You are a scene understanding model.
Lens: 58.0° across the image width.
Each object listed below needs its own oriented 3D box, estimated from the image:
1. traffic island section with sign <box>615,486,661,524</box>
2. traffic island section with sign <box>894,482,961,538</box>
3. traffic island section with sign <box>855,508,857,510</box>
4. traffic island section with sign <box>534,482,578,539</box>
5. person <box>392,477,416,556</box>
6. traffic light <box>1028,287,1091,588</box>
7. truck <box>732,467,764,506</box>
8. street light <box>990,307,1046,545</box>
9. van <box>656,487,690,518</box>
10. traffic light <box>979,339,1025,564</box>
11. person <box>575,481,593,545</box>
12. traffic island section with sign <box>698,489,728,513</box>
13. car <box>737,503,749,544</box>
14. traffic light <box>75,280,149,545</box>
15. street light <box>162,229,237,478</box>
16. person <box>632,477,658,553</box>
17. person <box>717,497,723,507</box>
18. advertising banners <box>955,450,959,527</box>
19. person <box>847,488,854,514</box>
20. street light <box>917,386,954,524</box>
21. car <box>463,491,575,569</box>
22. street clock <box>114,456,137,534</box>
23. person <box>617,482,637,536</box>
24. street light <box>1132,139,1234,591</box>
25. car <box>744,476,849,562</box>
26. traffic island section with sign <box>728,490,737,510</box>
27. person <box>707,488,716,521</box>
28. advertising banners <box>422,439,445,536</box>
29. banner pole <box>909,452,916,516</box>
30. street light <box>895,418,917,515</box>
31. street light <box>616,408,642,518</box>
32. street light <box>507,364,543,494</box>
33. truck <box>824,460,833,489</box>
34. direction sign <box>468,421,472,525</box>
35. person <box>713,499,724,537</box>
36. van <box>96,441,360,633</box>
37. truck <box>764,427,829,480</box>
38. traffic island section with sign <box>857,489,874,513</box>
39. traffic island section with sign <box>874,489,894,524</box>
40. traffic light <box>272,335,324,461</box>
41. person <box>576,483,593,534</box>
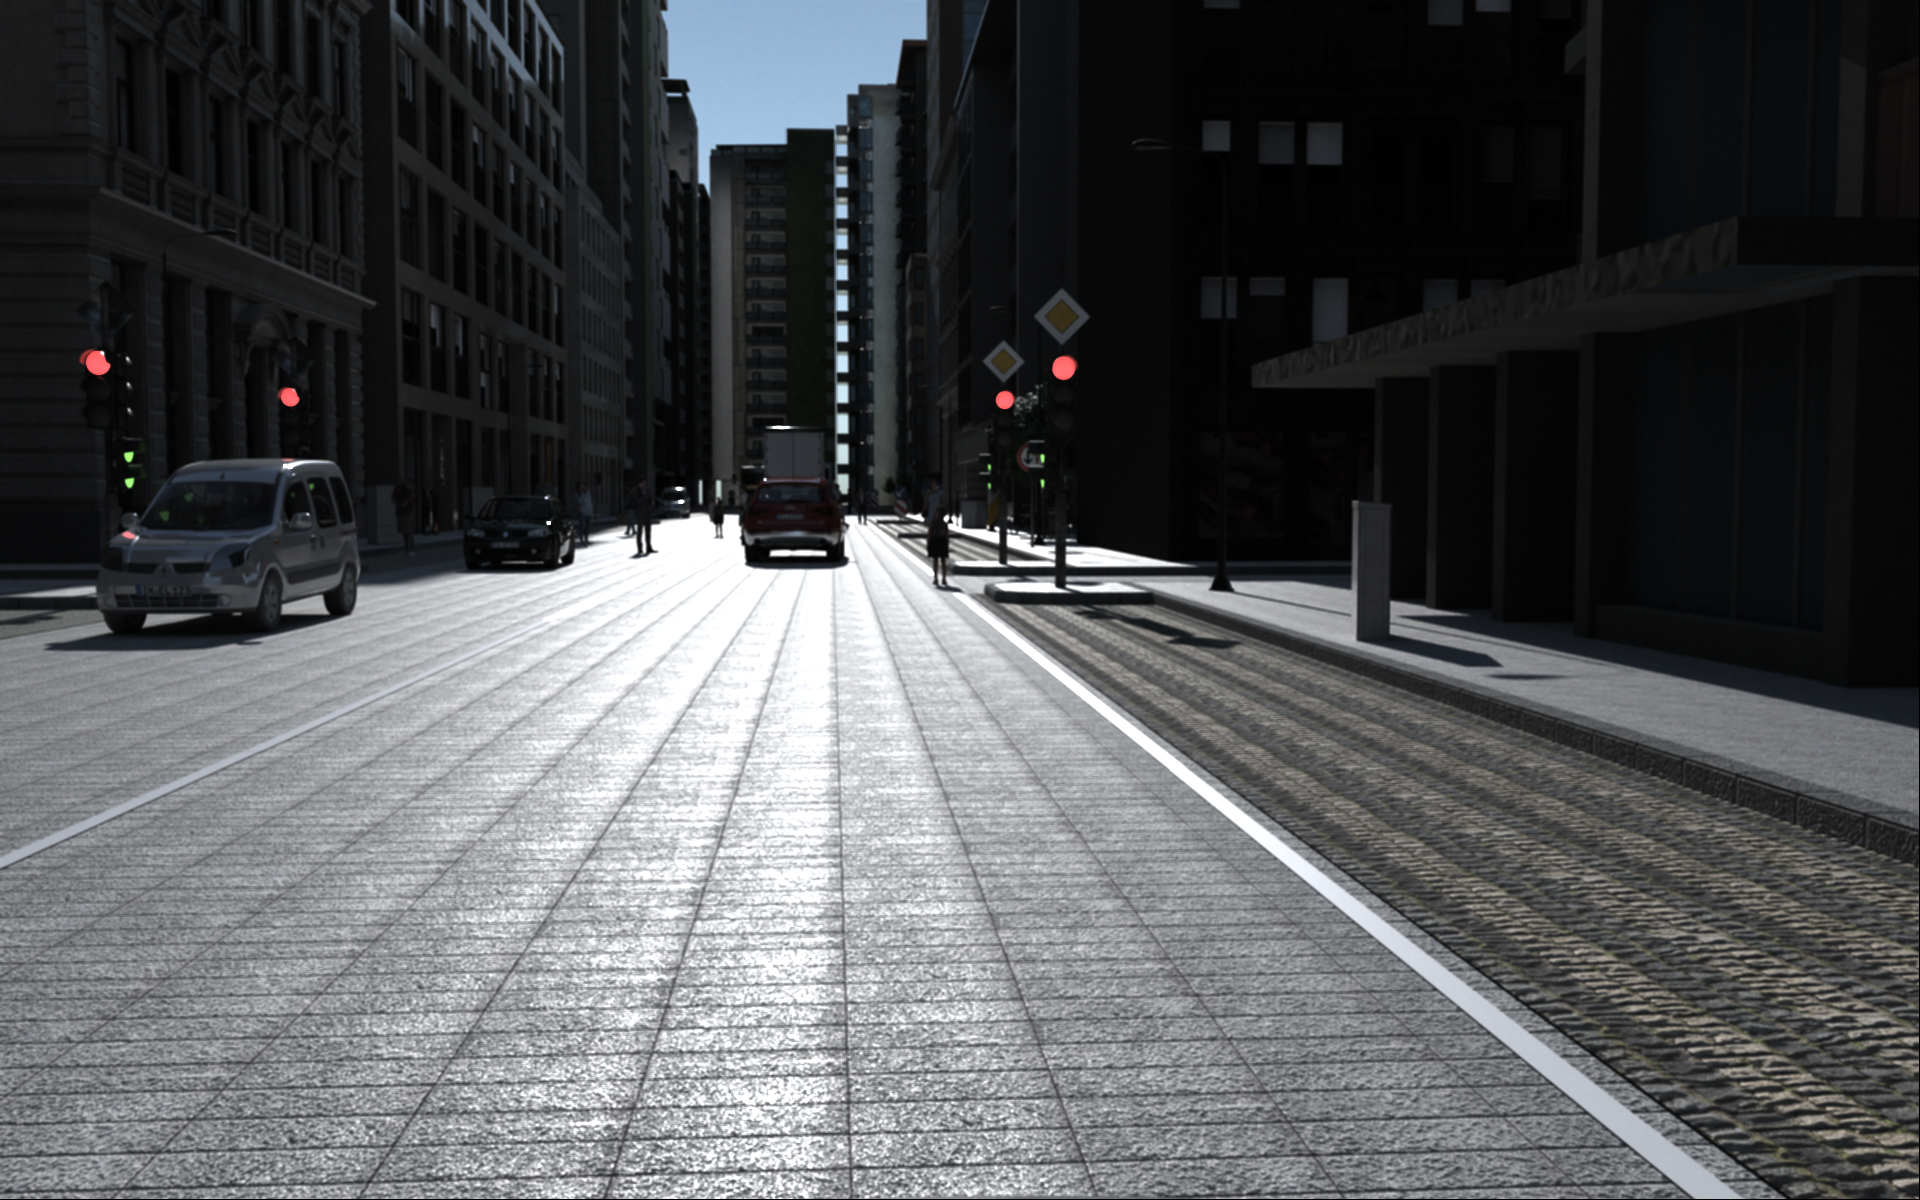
[{"bbox_3d":[-15.290,-4.507,82.315,1.989,1.847,2.006,0,4,-4],"label":"traffic island section with sign"},{"bbox_3d":[-1.029,-2.932,56.564,1.989,1.847,2.006,0,4,-4],"label":"traffic island section with sign"},{"bbox_3d":[-8.715,-9.269,160.169,1.989,1.847,2.006,0,4,-4],"label":"traffic island section with sign"},{"bbox_3d":[-13.298,-2.861,55.403,1.989,1.847,2.006,0,4,-4],"label":"traffic island section with sign"},{"bbox_3d":[-12.890,-1.942,40.220,0.580,1.828,0.573,0,4,0],"label":"person"},{"bbox_3d":[1.363,-2.127,23.690,0.839,4.253,0.868,0,4,-4],"label":"traffic light"},{"bbox_3d":[-14.407,-7.894,124.987,3.469,3.379,9.791,0,4,-3],"label":"truck"},{"bbox_3d":[1.442,-4.320,43.178,1.470,5.913,1.316,0,4,-4],"label":"street light"},{"bbox_3d":[-17.023,-5.878,103.118,2.013,2.044,4.112,0,4,-5],"label":"van"},{"bbox_3d":[0.772,-2.614,31.653,0.839,4.253,0.868,0,4,-4],"label":"traffic light"},{"bbox_3d":[-10.506,-2.424,48.394,0.793,1.790,0.793,0,4,3],"label":"person"},{"bbox_3d":[-19.046,-7.604,132.955,1.989,1.847,2.006,0,4,-4],"label":"traffic island section with sign"},{"bbox_3d":[-5.527,-2.408,51.164,2.131,1.459,4.920,0,4,-6],"label":"car"},{"bbox_3d":[-11.163,-2.069,22.749,0.839,4.253,0.868,0,4,-4],"label":"traffic light"},{"bbox_3d":[-13.381,-3.544,30.482,1.470,5.913,1.316,0,4,-4],"label":"street light"},{"bbox_3d":[-7.607,-2.061,42.007,0.447,1.846,0.655,2,4,35],"label":"person"},{"bbox_3d":[-14.644,-5.655,105.644,0.352,1.250,0.332,-2,4,-27],"label":"person"},{"bbox_3d":[-0.119,-4.394,68.035,0.090,3.025,2.074,0,4,-2],"label":"advertising banners"},{"bbox_3d":[-7.766,-6.956,122.194,0.705,1.831,1.348,-1,4,-23],"label":"person"},{"bbox_3d":[-0.964,-6.239,74.550,1.470,5.913,1.316,0,4,-4],"label":"street light"},{"bbox_3d":[-8.724,-1.508,34.448,2.009,1.686,4.222,0,4,-6],"label":"car"},{"bbox_3d":[-14.886,-1.608,30.853,0.471,2.002,0.358,2,4,29],"label":"street clock"},{"bbox_3d":[-11.277,-3.083,58.896,0.713,1.824,0.794,2,4,27],"label":"person"},{"bbox_3d":[2.947,-3.080,22.892,1.470,5.913,1.316,0,4,-4],"label":"street light"},{"bbox_3d":[-3.598,-1.805,38.191,2.281,1.827,5.304,0,4,-2],"label":"car"},{"bbox_3d":[-21.092,-9.289,160.497,1.989,1.847,2.006,0,4,-4],"label":"traffic island section with sign"},{"bbox_3d":[-13.139,-5.066,91.877,0.362,1.759,0.519,3,4,36],"label":"person"},{"bbox_3d":[-16.496,-3.558,54.367,0.090,3.025,2.074,0,4,2],"label":"advertising banners"},{"bbox_3d":[-2.777,-6.905,102.909,0.401,3.779,0.863,-1,4,-19],"label":"banner pole"},{"bbox_3d":[-3.248,-8.170,106.122,1.470,5.913,1.316,0,4,-4],"label":"street light"},{"bbox_3d":[-17.802,-7.383,93.255,1.470,5.913,1.316,0,4,-4],"label":"street light"},{"bbox_3d":[-15.553,-5.464,61.872,1.470,5.913,1.316,0,4,-4],"label":"street light"},{"bbox_3d":[-12.071,-9.626,146.293,2.839,4.237,11.283,0,4,-5],"label":"truck"},{"bbox_3d":[-15.279,-3.796,54.068,0.379,3.537,0.876,-1,4,-20],"label":"direction sign"},{"bbox_3d":[-8.063,-2.730,57.813,0.362,1.253,0.373,0,4,-2],"label":"person"},{"bbox_3d":[-8.031,-0.749,19.253,2.013,2.044,4.112,0,4,-3],"label":"van"},{"bbox_3d":[-7.384,-5.472,78.378,2.839,4.237,11.283,0,4,-4],"label":"truck"},{"bbox_3d":[-6.720,-7.624,133.287,1.989,1.847,2.006,0,4,-4],"label":"traffic island section with sign"},{"bbox_3d":[-3.017,-4.583,83.552,1.989,1.847,2.006,0,4,-4],"label":"traffic island section with sign"},{"bbox_3d":[-11.754,-2.556,30.712,0.839,4.253,0.868,0,4,-4],"label":"traffic light"},{"bbox_3d":[-13.493,-3.267,61.940,0.581,1.822,0.654,1,4,21],"label":"person"}]
